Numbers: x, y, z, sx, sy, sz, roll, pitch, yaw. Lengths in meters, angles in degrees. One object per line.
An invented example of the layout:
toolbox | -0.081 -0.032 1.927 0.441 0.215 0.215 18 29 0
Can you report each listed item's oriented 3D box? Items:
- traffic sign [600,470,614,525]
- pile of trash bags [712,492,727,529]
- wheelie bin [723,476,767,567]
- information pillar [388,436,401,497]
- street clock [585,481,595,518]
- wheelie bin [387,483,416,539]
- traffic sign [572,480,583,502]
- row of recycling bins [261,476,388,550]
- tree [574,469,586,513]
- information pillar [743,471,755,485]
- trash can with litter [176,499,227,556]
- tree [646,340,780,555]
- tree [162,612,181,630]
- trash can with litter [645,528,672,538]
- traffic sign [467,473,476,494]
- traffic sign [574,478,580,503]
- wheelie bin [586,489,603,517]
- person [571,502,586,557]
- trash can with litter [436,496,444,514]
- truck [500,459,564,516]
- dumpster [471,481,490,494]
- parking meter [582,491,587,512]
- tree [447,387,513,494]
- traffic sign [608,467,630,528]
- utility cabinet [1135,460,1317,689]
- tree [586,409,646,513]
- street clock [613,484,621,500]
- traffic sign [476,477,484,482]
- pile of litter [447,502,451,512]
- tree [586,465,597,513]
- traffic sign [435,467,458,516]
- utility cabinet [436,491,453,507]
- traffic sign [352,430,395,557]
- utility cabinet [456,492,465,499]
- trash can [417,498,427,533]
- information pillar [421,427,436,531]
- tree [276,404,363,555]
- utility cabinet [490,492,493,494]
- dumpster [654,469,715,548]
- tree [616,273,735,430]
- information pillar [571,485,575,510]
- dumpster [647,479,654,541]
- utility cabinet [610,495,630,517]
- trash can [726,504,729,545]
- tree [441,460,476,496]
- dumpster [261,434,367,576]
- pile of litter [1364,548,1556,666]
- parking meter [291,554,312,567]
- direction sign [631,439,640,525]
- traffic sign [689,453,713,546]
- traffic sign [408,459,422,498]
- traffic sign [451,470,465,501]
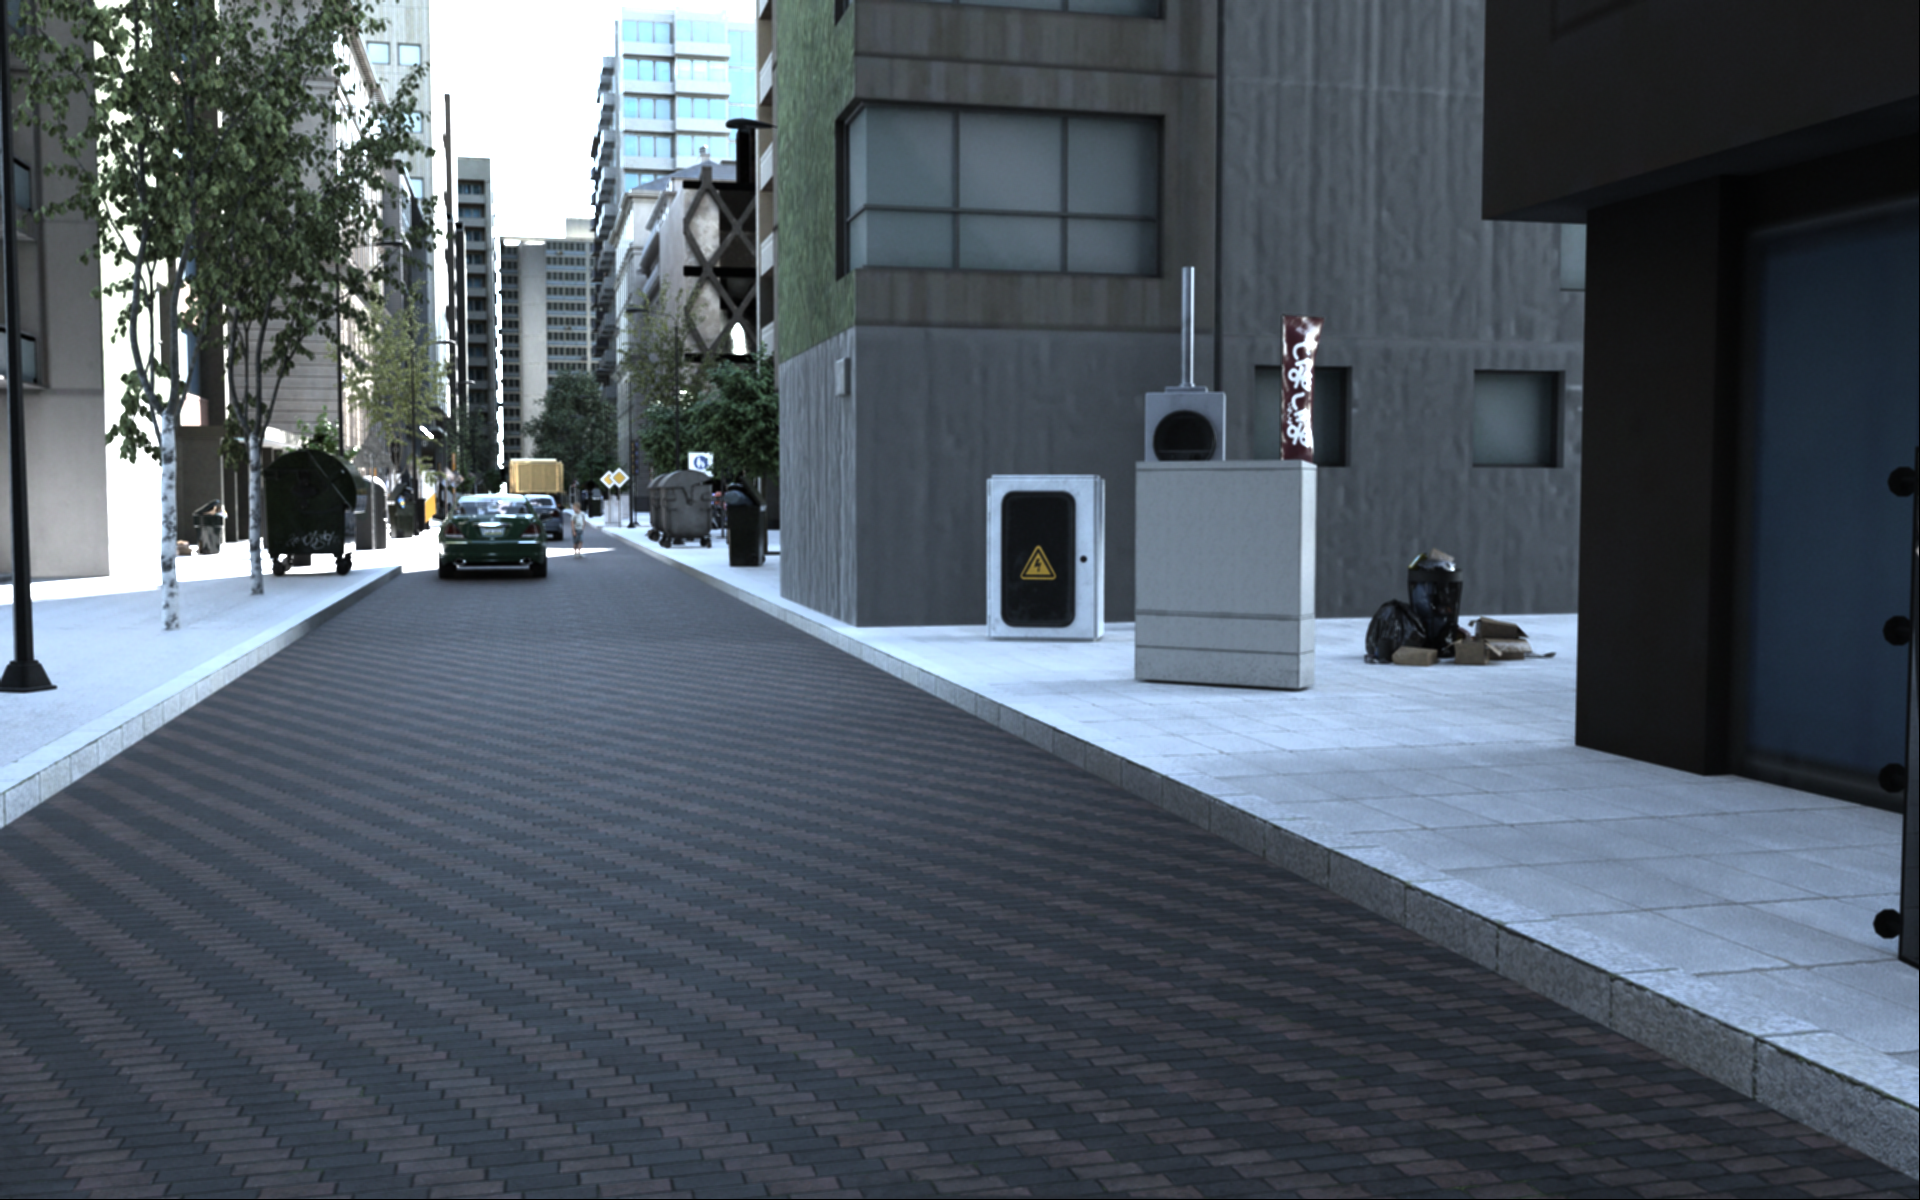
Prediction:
traffic sign | -14.659 -4.207 72.420 0.795 2.450 0.064 -1 4 -14
pile of trash bags | -9.395 -3.327 64.143 1.912 1.369 3.447 1 4 12
wheelie bin | -3.834 -1.404 30.860 0.693 1.594 0.980 0 4 5
information pillar | -22.760 -4.794 69.732 0.504 3.616 0.183 0 4 -1
street clock | -19.989 -5.448 93.640 0.471 2.002 0.358 -2 4 -34
wheelie bin | -16.173 -2.585 50.170 0.693 1.594 0.980 -3 5 -40
traffic sign | -27.702 -7.685 125.656 0.884 2.594 0.081 0 4 -5
row of recycling bins | -14.865 -2.043 40.518 3.534 1.692 1.069 2 4 24
tree | -25.046 -7.423 115.962 1.663 3.219 1.824 0 3 0
information pillar | -5.563 -2.527 45.801 0.304 2.012 0.304 -1 4 -9
trash can with litter | -15.967 -1.522 36.278 1.055 1.170 0.624 -3 5 -43
tree | -4.210 -3.263 37.065 4.285 4.588 4.351 0 3 0
tree | -7.365 -4.038 16.380 4.737 8.622 4.395 0 3 0
trash can with litter | -8.584 -2.361 49.995 1.055 1.170 0.624 0 4 6
traffic sign | -29.011 -6.264 102.515 0.768 2.556 0.104 0 4 -5
traffic sign | -28.452 -7.912 129.465 0.768 2.556 0.104 -1 4 -10
wheelie bin | -20.808 -5.538 98.449 0.980 1.594 0.693 -2 4 -31
person | -8.658 -1.600 39.346 0.332 1.250 0.352 0 4 -1
trash can with litter | -24.570 -4.322 82.045 0.624 1.170 1.055 2 4 31
truck | -23.120 -6.009 94.175 3.469 3.379 9.791 -1 4 -16
dumpster | -35.485 -7.669 127.886 1.502 2.255 1.985 -1 4 -14
parking meter | -27.630 -7.282 127.475 0.372 1.533 0.369 0 3 0
tree | -33.214 -10.340 119.428 4.360 8.622 3.978 0 3 0
traffic sign | -12.716 -3.733 64.674 0.795 2.450 0.064 -1 4 -14
utility cabinet | 1.773 -0.179 11.601 1.173 1.500 0.318 2 4 31
tree | -8.362 -4.250 53.200 4.285 4.588 4.351 0 3 0
street clock | -17.050 -4.999 86.299 0.358 2.002 0.471 -3 5 -42
traffic sign | -36.731 -8.091 132.385 0.768 2.556 0.104 -1 4 -10
pile of litter | -38.198 -7.218 131.983 1.719 0.858 1.176 -3 4 -37
tree | -21.999 -6.933 107.952 1.663 3.219 1.824 0 3 0
traffic sign | -18.730 -3.642 63.192 0.795 2.450 0.064 -1 4 -14
utility cabinet | -33.046 -6.241 110.721 1.173 1.500 0.318 -3 4 -38
traffic sign | -11.908 -2.149 35.133 0.884 2.594 0.081 -1 4 -12
utility cabinet | -38.745 -7.629 133.419 1.173 1.500 0.318 -3 4 -39
trash can | -18.120 -2.814 57.661 0.748 1.137 0.748 0 3 0
information pillar | -18.655 -4.244 60.741 0.504 3.616 0.183 1 4 10
tree | -13.523 -2.602 37.141 1.663 3.219 1.824 0 3 0
utility cabinet | -38.672 -8.158 142.069 0.318 1.500 1.173 -2 4 -35
dumpster | -6.568 -2.190 41.566 1.264 1.857 1.865 -1 4 -14
tree | -9.769 -6.640 58.925 4.737 8.622 4.395 0 3 0
information pillar | -32.022 -8.482 143.172 0.304 2.012 0.304 -1 4 -13
dumpster | -7.889 -2.554 47.509 1.264 1.857 1.865 -1 4 -14
utility cabinet | -19.117 -5.271 97.345 1.020 1.237 0.306 -2 4 -30
trash can | -5.374 -1.863 42.119 0.748 1.137 0.748 0 3 0
tree | -30.294 -6.691 104.001 1.663 3.219 1.824 0 3 0
dumpster | -10.409 -1.551 27.861 1.502 2.255 1.985 -1 4 -14
pile of litter | 3.889 0.031 13.463 1.719 0.858 1.176 -1 4 -11
parking meter | -11.709 -1.365 30.728 0.372 1.533 0.369 0 3 0
direction sign | -13.531 -4.903 72.165 0.379 3.537 0.876 -2 4 -28
traffic sign | -6.387 -2.483 42.733 0.606 2.300 0.079 0 4 -4
traffic sign | -19.245 -3.765 61.662 0.768 2.556 0.104 -1 4 -9
traffic sign | -20.673 -4.116 70.938 0.795 2.450 0.064 -1 4 -14
